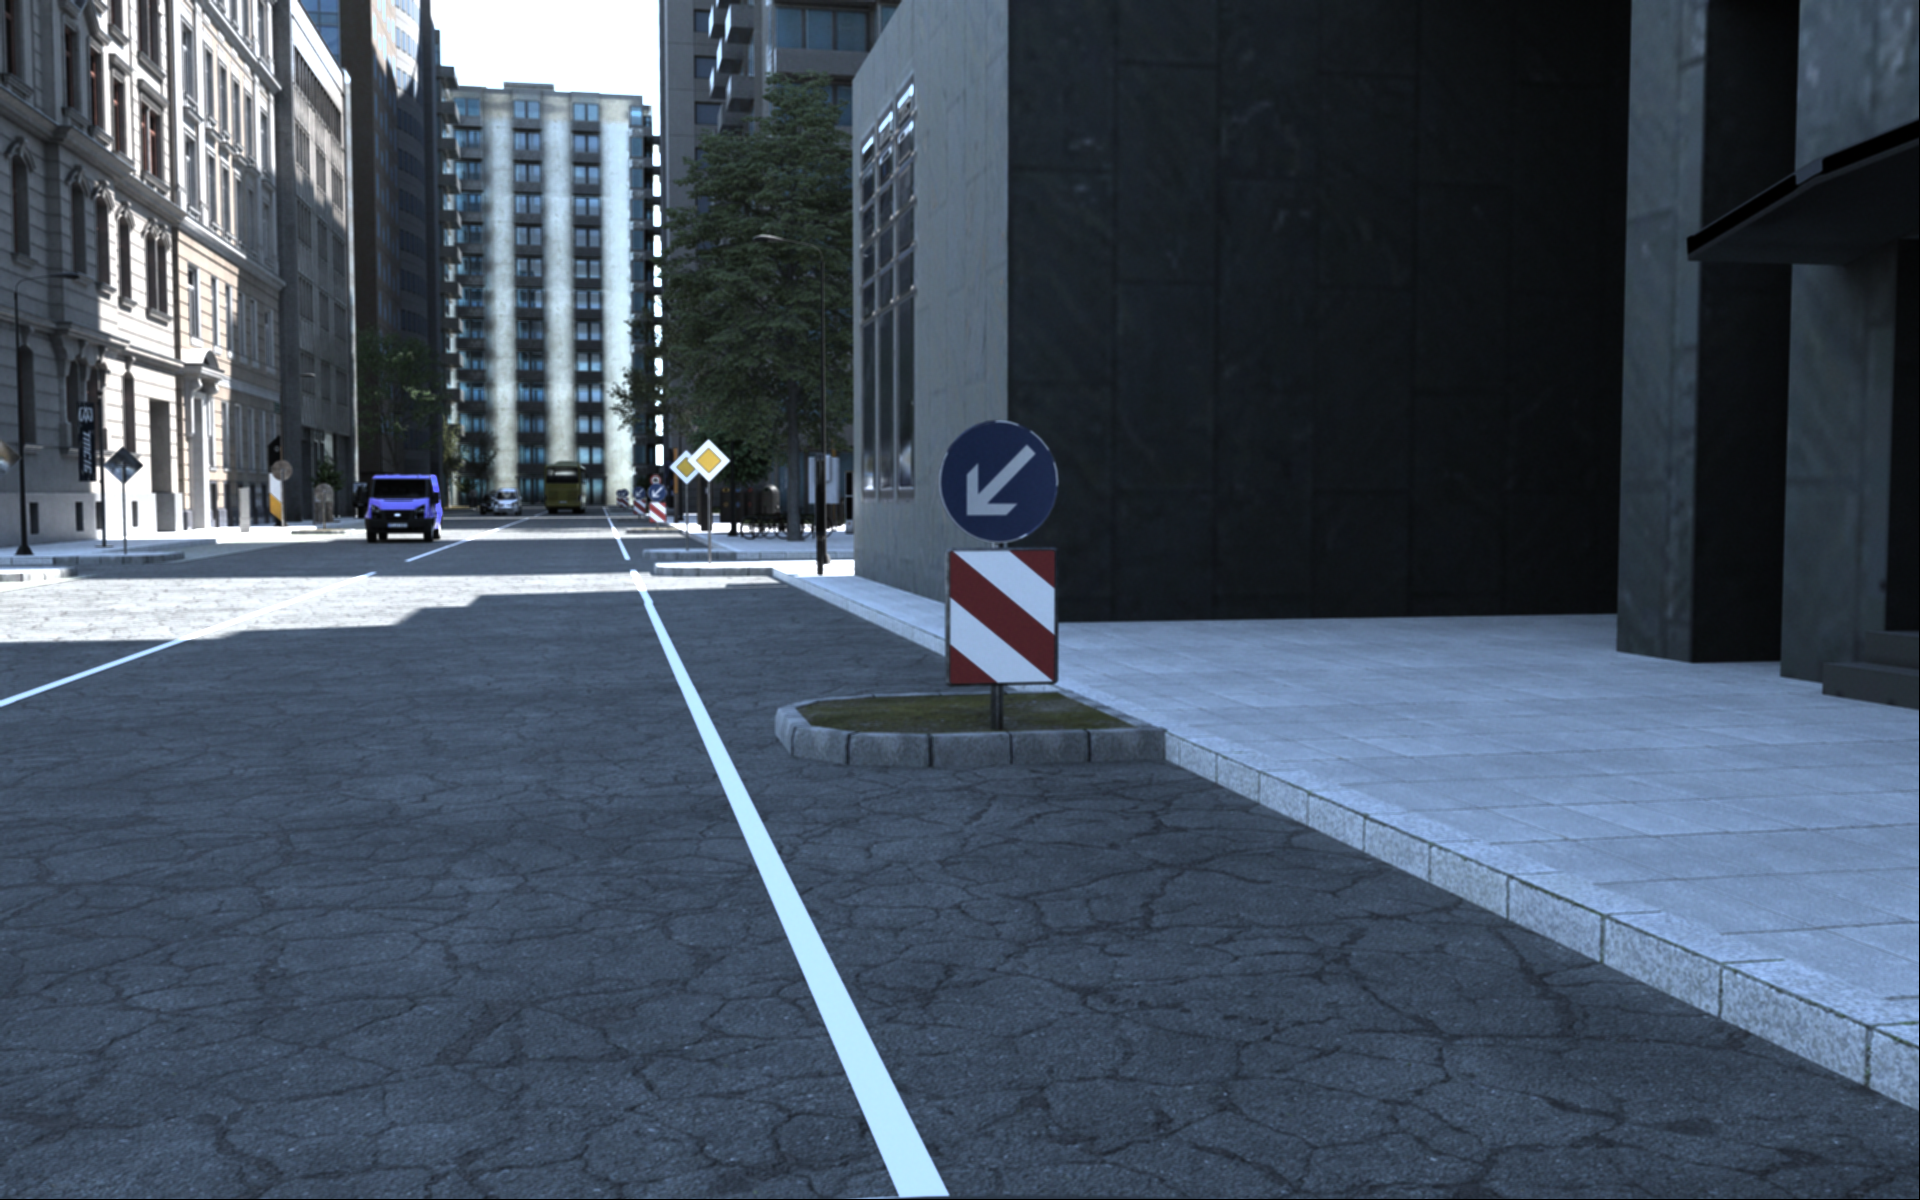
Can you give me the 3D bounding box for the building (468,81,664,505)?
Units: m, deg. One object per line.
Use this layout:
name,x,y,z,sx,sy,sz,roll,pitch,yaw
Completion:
building,-50.475,-35.755,204.205,30.456,49.044,23.786,-1,4,-12

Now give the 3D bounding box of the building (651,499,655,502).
building,-15.430,-29.728,177.933,32.217,40.220,23.993,-1,4,-12

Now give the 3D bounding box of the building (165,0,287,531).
building,-34.964,-17.232,67.650,13.634,28.700,20.117,-1,4,-12

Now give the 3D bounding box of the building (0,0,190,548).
building,-30.330,-15.826,46.147,14.401,28.519,23.554,-1,4,-12

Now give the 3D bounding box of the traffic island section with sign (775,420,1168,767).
traffic island section with sign,-0.045,-0.089,10.083,1.989,1.847,2.006,-1,4,-12

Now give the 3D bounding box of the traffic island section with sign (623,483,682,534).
traffic island section with sign,-11.214,-3.351,63.417,1.989,1.847,2.006,-1,4,-12

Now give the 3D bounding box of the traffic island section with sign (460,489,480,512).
traffic island section with sign,-38.457,-7.854,137.047,1.989,1.847,2.006,-1,4,-12

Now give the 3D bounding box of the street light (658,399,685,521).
street light,-13.903,-6.738,82.714,1.470,5.913,1.316,-1,4,-12

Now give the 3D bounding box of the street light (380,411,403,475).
street light,-31.938,-7.629,97.277,1.470,5.913,1.316,-1,4,-12

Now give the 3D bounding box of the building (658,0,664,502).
building,-25.255,-47.059,207.663,20.611,71.187,20.563,-1,4,-12

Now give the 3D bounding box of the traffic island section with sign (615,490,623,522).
traffic island section with sign,-16.745,-4.965,89.801,1.989,1.847,2.006,-1,4,-12

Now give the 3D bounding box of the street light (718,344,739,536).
street light,-7.434,-4.881,52.352,1.470,5.913,1.316,-1,4,-12

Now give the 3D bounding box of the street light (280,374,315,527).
street light,-25.600,-5.773,66.931,1.470,5.913,1.316,-1,4,-12

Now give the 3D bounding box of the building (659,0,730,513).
building,-11.872,-35.963,130.001,21.231,58.520,28.212,-1,4,-12

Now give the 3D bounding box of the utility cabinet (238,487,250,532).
utility cabinet,-23.838,-2.996,57.660,0.318,1.500,1.173,-2,4,-25

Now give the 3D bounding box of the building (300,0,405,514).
building,-45.112,-28.407,114.566,14.600,45.320,14.200,-1,4,-12

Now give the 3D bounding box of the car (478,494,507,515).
car,-32.731,-6.835,121.531,2.009,1.686,4.222,-1,4,-13

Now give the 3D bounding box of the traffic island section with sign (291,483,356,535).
traffic island section with sign,-22.711,-3.255,61.852,1.989,1.847,2.006,-1,4,-12

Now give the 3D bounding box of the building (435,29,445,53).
building,-64.226,-33.487,167.123,30.456,49.044,23.786,-1,4,-12

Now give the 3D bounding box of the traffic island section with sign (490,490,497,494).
traffic island section with sign,-44.152,-9.516,164.212,1.989,1.847,2.006,-1,4,-12

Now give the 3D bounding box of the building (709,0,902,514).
building,-2.191,-29.146,96.141,23.786,49.044,30.456,-1,4,-12

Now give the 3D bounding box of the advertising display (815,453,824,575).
advertising display,-2.244,-1.375,27.702,0.123,1.923,0.974,0,4,-6

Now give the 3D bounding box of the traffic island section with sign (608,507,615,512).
traffic island section with sign,-27.035,-7.970,138.940,1.989,1.847,2.006,-1,4,-12

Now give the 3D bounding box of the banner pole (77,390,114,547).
banner pole,-20.845,-3.159,41.667,0.401,3.779,0.863,2,4,26

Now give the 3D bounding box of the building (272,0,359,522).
building,-38.245,-16.484,87.531,12.078,24.808,19.932,-1,4,-12

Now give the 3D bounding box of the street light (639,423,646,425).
street light,-20.230,-8.595,113.063,1.470,5.913,1.316,-1,4,-12

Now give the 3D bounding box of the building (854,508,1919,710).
building,12.416,-42.768,11.930,22.319,86.520,31.000,-1,4,-12

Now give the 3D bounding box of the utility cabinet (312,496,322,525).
utility cabinet,-26.839,-3.739,72.296,0.306,1.237,1.020,-2,4,-26

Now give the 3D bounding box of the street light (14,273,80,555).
street light,-19.169,-3.905,36.386,1.470,5.913,1.316,-1,4,-12

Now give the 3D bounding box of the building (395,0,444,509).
building,-52.667,-36.226,134.288,21.231,58.520,28.212,-1,4,-12

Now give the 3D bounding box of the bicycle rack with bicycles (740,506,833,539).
bicycle rack with bicycles,-5.139,-2.264,50.407,2.925,0.926,2.852,-1,4,-17

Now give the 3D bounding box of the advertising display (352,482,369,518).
advertising display,-31.496,-5.250,91.053,0.974,1.923,0.123,1,4,17

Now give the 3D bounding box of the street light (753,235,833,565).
street light,-3.023,-3.597,31.350,1.470,5.913,1.316,-1,4,-12
